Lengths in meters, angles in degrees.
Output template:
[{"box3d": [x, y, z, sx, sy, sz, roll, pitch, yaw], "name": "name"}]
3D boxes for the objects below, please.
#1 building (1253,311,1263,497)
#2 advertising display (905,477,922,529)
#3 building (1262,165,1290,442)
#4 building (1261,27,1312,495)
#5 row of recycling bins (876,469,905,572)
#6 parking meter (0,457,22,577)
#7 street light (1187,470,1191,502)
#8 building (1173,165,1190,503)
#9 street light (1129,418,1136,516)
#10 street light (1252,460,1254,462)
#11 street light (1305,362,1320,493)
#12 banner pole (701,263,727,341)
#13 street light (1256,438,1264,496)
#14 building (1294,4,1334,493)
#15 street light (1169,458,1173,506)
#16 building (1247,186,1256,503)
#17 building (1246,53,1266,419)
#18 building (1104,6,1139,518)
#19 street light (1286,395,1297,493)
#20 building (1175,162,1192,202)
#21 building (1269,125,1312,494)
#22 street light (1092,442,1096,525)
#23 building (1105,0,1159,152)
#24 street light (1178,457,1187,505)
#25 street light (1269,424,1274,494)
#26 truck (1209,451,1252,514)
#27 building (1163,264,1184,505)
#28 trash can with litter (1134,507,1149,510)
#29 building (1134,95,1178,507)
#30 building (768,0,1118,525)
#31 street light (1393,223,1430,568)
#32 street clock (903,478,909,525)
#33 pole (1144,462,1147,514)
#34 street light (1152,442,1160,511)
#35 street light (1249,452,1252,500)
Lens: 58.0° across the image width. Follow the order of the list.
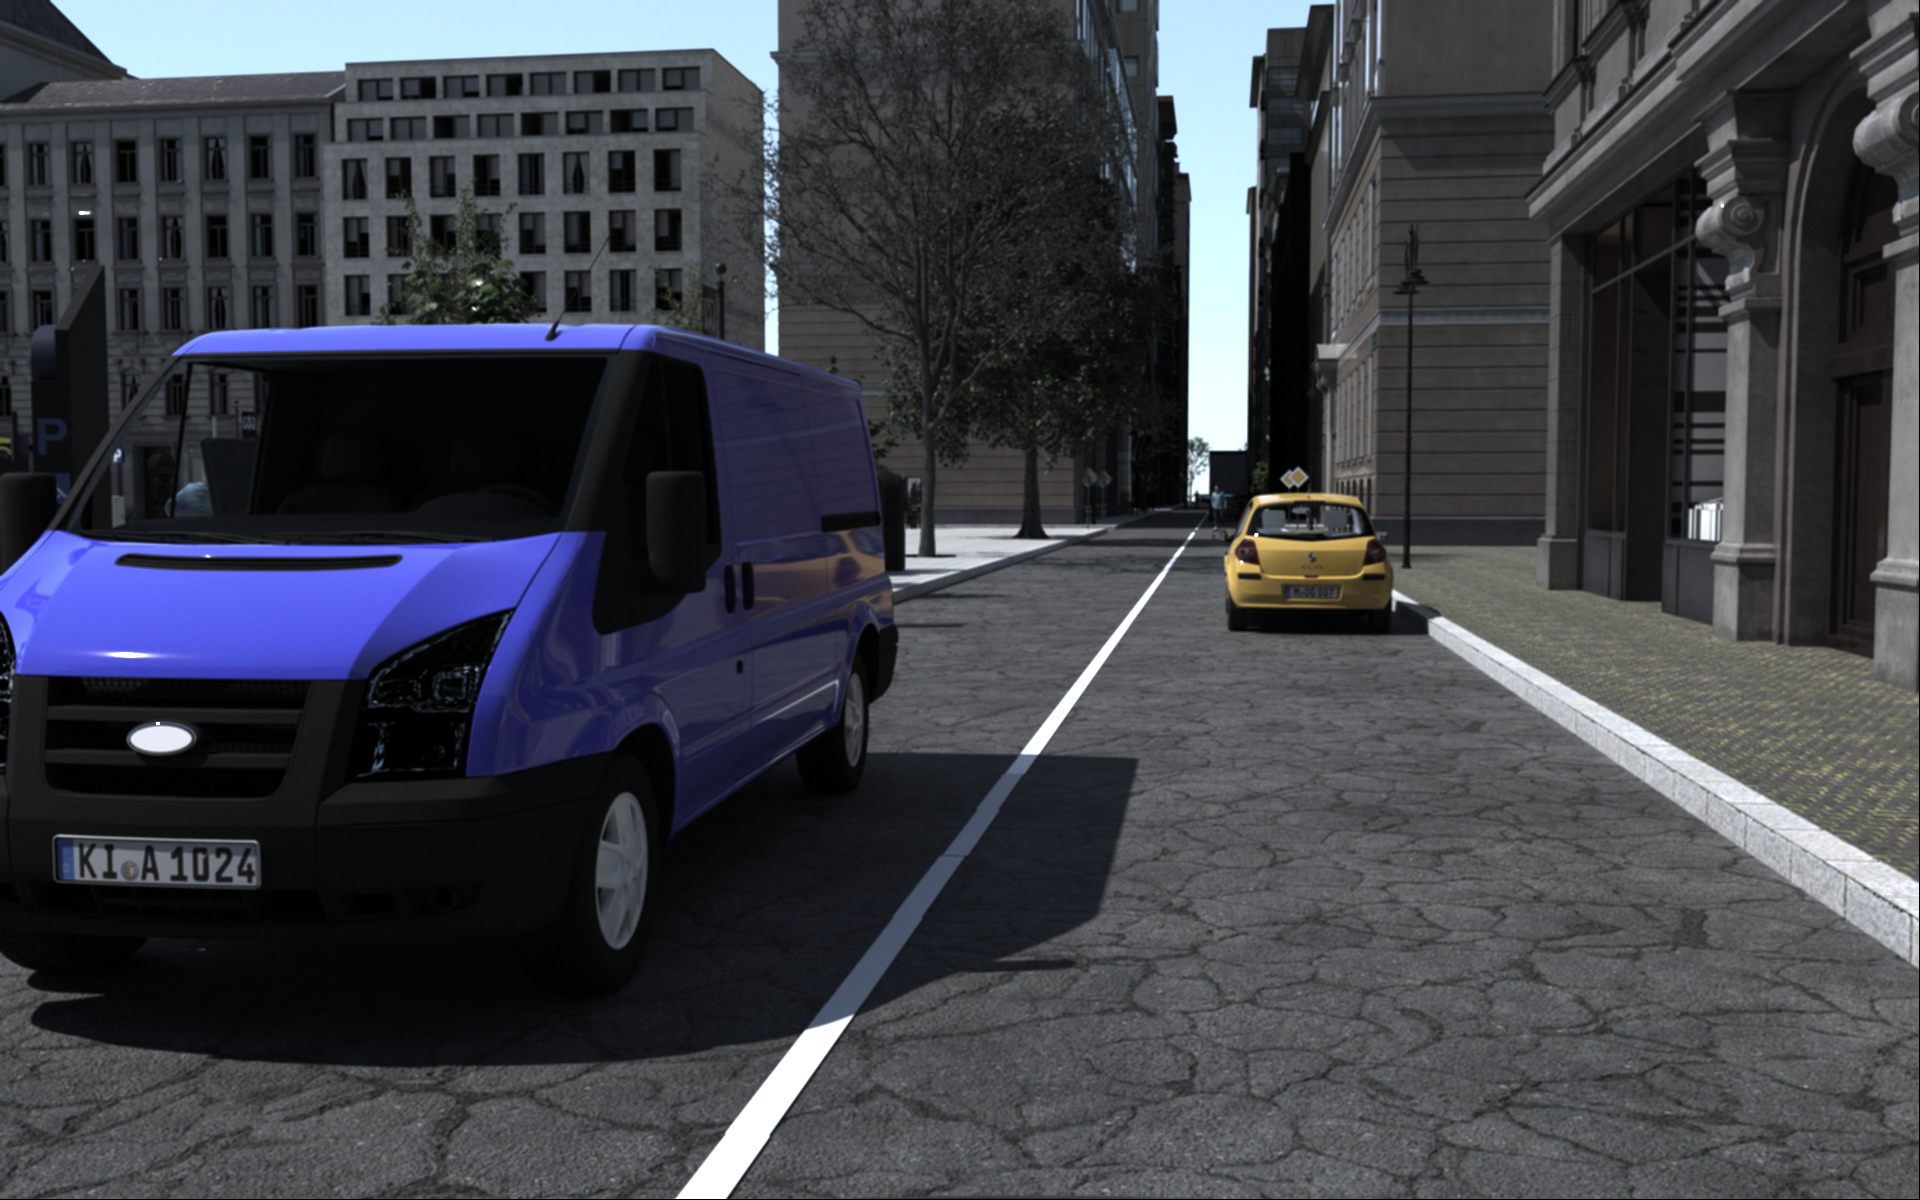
[{"box3d": [44.154, -20.242, 176.003, 27.650, 21.520, 28.899, 1, 4, 9], "name": "building"}, {"box3d": [-1.727, -3.598, 64.041, 0.123, 1.923, 0.974, 2, 4, 32], "name": "advertising display"}, {"box3d": [30.149, -21.014, 130.973, 14.401, 28.519, 23.554, 1, 4, 9], "name": "building"}, {"box3d": [34.257, -28.840, 155.131, 14.154, 41.232, 14.086, 1, 4, 9], "name": "building"}, {"box3d": [-1.928, -1.263, 27.767, 1.069, 1.692, 3.534, 2, 4, 28], "name": "row of recycling bins"}, {"box3d": [-14.836, -1.303, 27.012, 0.255, 1.863, 0.399, 2, 4, 32], "name": "parking meter"}, {"box3d": [34.096, -17.605, 260.635, 0.468, 5.910, 1.993, 1, 4, 9], "name": "street light"}, {"box3d": [22.726, -38.591, 254.658, 21.300, 48.544, 21.600, 1, 4, 9], "name": "building"}, {"box3d": [10.271, -7.980, 103.262, 0.468, 5.910, 1.993, 1, 4, 9], "name": "street light"}, {"box3d": [27.014, -11.274, 157.123, 0.468, 5.910, 1.993, 1, 4, 9], "name": "street light"}, {"box3d": [12.393, -5.389, 60.901, 0.468, 5.910, 1.993, 1, 4, 9], "name": "street light"}, {"box3d": [-2.630, -1.749, 18.615, 0.401, 3.779, 0.863, 1, 4, 10], "name": "banner pole"}, {"box3d": [24.961, -10.443, 143.533, 0.468, 5.910, 1.993, 1, 4, 9], "name": "street light"}, {"box3d": [30.010, -14.794, 75.173, 30.059, 22.955, 16.112, 1, 4, 9], "name": "building"}, {"box3d": [21.817, -12.629, 179.264, 0.468, 5.910, 1.993, 1, 4, 9], "name": "street light"}, {"box3d": [47.741, -36.339, 244.256, 14.600, 45.320, 14.200, 1, 4, 9], "name": "building"}, {"box3d": [48.451, -37.545, 203.105, 28.713, 52.752, 27.495, 1, 4, 9], "name": "building"}, {"box3d": [4.562, -20.080, 105.802, 11.434, 29.767, 29.804, 1, 4, 9], "name": "building"}, {"box3d": [15.450, -6.613, 80.910, 0.468, 5.910, 1.993, 1, 4, 9], "name": "street light"}, {"box3d": [22.497, -42.208, 279.344, 28.713, 52.752, 27.495, 1, 4, 9], "name": "building"}, {"box3d": [26.376, -17.216, 111.163, 12.332, 23.373, 15.834, 1, 4, 9], "name": "building"}, {"box3d": [5.589, -6.079, 72.174, 0.468, 5.910, 1.993, 1, 4, 9], "name": "street light"}, {"box3d": [4.514, -34.984, 161.227, 28.713, 52.752, 27.495, 1, 4, 9], "name": "building"}, {"box3d": [29.476, -15.703, 229.537, 0.468, 5.910, 1.993, 1, 4, 9], "name": "street light"}, {"box3d": [20.254, -8.531, 112.275, 0.468, 5.910, 1.993, 1, 4, 9], "name": "street light"}, {"box3d": [18.266, -7.845, 117.171, 2.839, 4.237, 11.283, 1, 4, 10], "name": "truck"}, {"box3d": [19.518, -26.794, 209.782, 14.160, 30.474, 14.107, 1, 4, 9], "name": "building"}, {"box3d": [14.357, -7.833, 139.127, 2.233, 1.210, 1.678, 2, 4, 26], "name": "trash can with litter"}, {"box3d": [12.333, -32.668, 188.739, 22.147, 44.769, 28.867, 1, 4, 9], "name": "building"}, {"box3d": [0.080, -18.068, 81.312, 13.634, 28.700, 20.117, 1, 4, 9], "name": "building"}, {"box3d": [7.730, -3.488, 29.810, 0.468, 5.910, 1.993, 1, 4, 9], "name": "street light"}, {"box3d": [-2.103, -4.107, 71.718, 0.358, 2.002, 0.471, -3, 5, -44], "name": "street clock"}, {"box3d": [11.934, -7.205, 111.644, 0.158, 3.312, 0.155, 0, 3, 0], "name": "pole"}, {"box3d": [15.058, -9.897, 134.600, 0.468, 5.910, 1.993, 1, 4, 9], "name": "street light"}, {"box3d": [31.679, -13.190, 188.439, 0.468, 5.910, 1.993, 1, 4, 9], "name": "street light"}]
